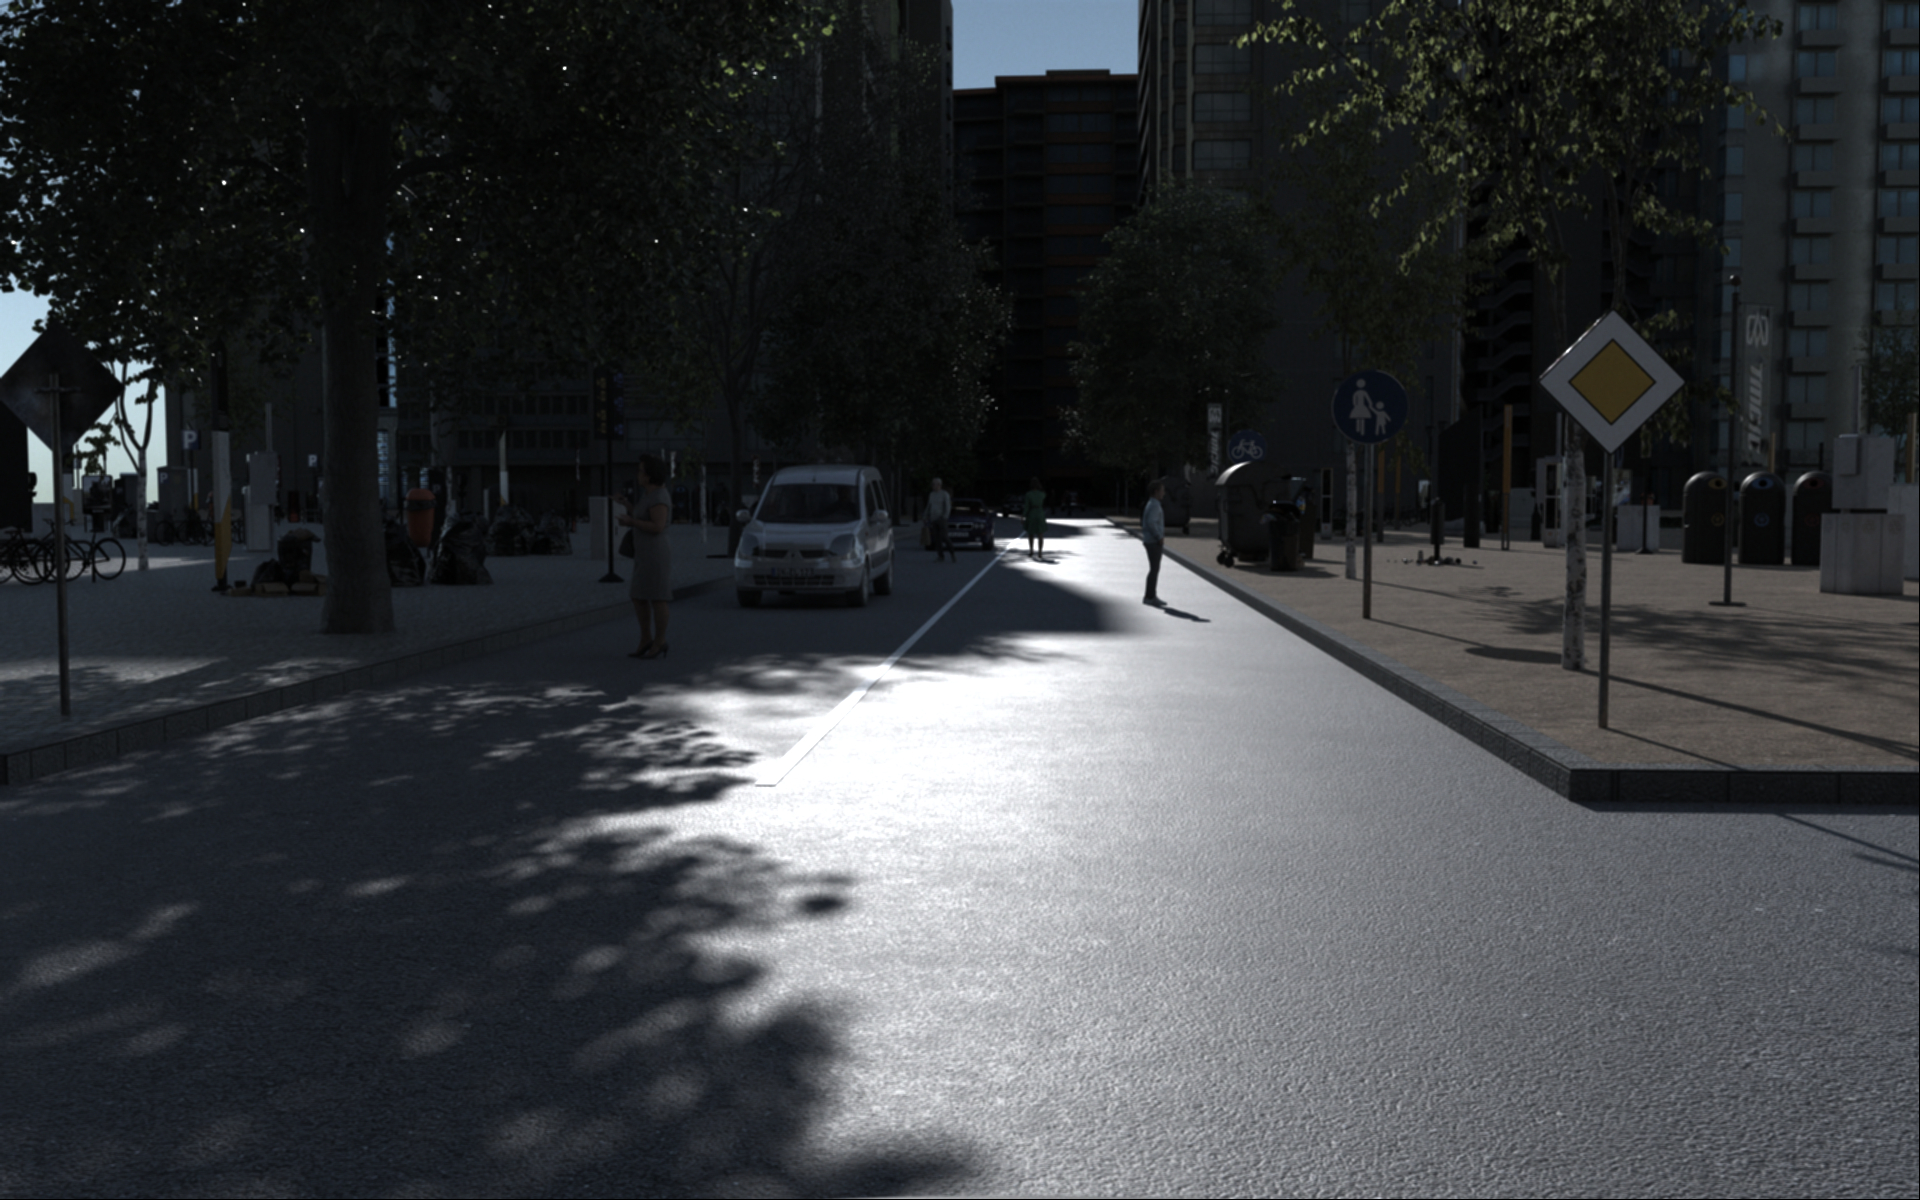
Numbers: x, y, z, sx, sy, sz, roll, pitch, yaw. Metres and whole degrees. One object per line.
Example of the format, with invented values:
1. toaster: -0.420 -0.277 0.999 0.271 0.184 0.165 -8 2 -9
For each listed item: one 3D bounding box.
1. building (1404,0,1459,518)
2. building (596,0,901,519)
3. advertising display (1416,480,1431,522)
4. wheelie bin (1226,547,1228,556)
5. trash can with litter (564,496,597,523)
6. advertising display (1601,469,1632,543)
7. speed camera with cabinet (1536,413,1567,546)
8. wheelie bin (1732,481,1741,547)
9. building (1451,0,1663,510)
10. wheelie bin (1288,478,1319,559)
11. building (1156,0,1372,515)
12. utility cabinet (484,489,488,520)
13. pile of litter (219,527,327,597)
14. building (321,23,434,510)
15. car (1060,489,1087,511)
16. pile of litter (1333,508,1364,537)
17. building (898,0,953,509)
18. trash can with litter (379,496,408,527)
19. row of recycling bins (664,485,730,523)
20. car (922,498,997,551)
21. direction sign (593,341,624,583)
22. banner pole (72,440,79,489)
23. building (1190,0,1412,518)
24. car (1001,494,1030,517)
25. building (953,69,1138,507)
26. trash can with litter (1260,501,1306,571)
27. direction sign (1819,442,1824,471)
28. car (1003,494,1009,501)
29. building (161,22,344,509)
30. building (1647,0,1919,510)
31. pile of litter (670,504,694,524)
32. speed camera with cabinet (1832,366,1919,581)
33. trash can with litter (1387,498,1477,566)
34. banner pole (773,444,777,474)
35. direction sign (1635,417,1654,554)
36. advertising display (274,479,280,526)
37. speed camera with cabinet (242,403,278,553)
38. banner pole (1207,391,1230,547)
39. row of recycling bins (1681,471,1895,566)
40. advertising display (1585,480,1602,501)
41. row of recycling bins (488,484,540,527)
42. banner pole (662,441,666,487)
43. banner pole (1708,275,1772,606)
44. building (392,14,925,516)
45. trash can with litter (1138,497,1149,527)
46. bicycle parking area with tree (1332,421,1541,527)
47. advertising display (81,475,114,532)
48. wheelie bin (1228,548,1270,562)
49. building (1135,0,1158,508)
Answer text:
1. building: 19.837 -25.389 98.701 14.154 41.232 14.086 0 4 3
2. building: -10.844 -24.992 92.211 14.154 41.232 14.086 0 4 3
3. advertising display: 20.946 -4.467 78.257 0.974 1.923 0.123 -3 5 -40
4. wheelie bin: 5.801 -1.703 35.744 0.980 1.594 0.693 -1 4 -14
5. trash can with litter: -16.662 -4.062 77.475 2.233 1.210 1.678 2 4 23
6. advertising display: 17.155 -2.443 45.165 0.974 1.923 0.123 -2 4 -34
7. speed camera with cabinet: 14.725 -2.967 42.852 0.660 3.252 2.038 2 4 29
8. wheelie bin: 18.623 -2.089 42.070 0.693 1.594 0.980 -3 4 -39
9. building: 49.903 -30.452 147.996 14.200 45.320 14.600 0 4 3
10. wheelie bin: 6.719 -1.630 34.567 0.693 1.594 0.980 -1 4 -21
11. building: 21.334 -27.106 126.780 14.154 41.232 14.086 0 4 3
12. utility cabinet: -21.532 -4.389 80.446 1.173 1.500 0.318 1 4 22
13. pile of litter: -8.494 -0.493 22.023 1.719 0.858 1.176 1 4 13
14. building: -38.094 -51.033 147.059 31.000 86.520 22.319 0 4 3
15. car: 9.450 -8.315 144.626 2.281 1.827 5.304 0 4 4
16. pile of litter: 11.993 -2.384 52.939 1.176 0.858 1.719 1 4 21
17. building: -11.769 -32.059 147.858 21.600 48.544 21.300 0 4 3
18. trash can with litter: -22.248 -3.447 67.413 2.233 1.210 1.678 0 4 5
19. row of recycling bins: -12.008 -4.272 76.955 3.534 1.692 1.069 -1 4 -13
20. car: 0.008 -1.990 45.121 1.945 1.354 3.894 0 4 2
21. direction sign: -5.087 -2.028 25.159 0.379 3.537 0.876 1 4 16
22. banner pole: -40.536 -5.449 79.112 0.863 3.779 0.401 -2 4 -35
23. building: 20.497 -26.248 112.746 14.154 41.232 14.086 0 4 3
24. car: 3.588 -6.051 108.726 2.009 1.686 4.222 0 4 5
25. building: 11.576 -32.248 181.871 28.867 44.769 22.147 0 4 3
26. trash can with litter: 5.425 -1.076 28.983 0.624 1.170 1.055 1 4 23
27. direction sign: 37.897 -5.156 76.290 0.379 3.537 0.876 1 4 18
28. car: 4.075 -7.167 127.398 2.015 1.641 3.980 0 4 2
29. building: -60.759 -28.761 153.843 14.086 41.232 14.154 0 4 3
30. building: 71.880 -31.912 141.366 30.456 49.044 23.786 0 4 3
31. pile of litter: -12.252 -3.715 74.706 1.719 0.858 1.176 -2 4 -25
32. speed camera with cabinet: 14.241 -1.951 26.238 0.660 3.252 2.038 -1 4 -18
33. trash can with litter: 8.641 -1.272 31.849 1.678 1.210 2.233 1 4 19
34. banner pole: -6.824 -4.516 63.861 0.401 3.779 0.863 0 4 3
35. direction sign: 14.654 -2.752 36.990 0.379 3.537 0.876 1 4 8
36. advertising display: -27.978 -3.961 69.971 0.974 1.923 0.123 -3 5 -41
37. speed camera with cabinet: -15.543 -2.694 38.377 0.660 3.252 2.038 -2 4 -26
38. banner pole: 6.285 -3.176 41.950 0.863 3.779 0.401 -2 4 -32
39. row of recycling bins: 15.026 -1.490 31.467 3.534 1.692 1.069 2 4 26
40. advertising display: 29.502 -4.628 80.877 0.974 1.923 0.123 2 4 31
41. row of recycling bins: -17.712 -3.785 69.003 1.069 1.692 3.534 1 4 11
42. banner pole: -14.107 -5.663 82.605 0.401 3.779 0.863 -2 4 -24
43. banner pole: 9.068 -1.834 19.997 0.863 3.779 0.401 -2 4 -27
44. building: -18.921 -25.681 111.764 32.217 40.220 23.993 0 4 3
45. trash can with litter: 7.400 -3.376 66.579 1.055 1.170 0.624 2 4 25
46. bicycle parking area with tree: 19.275 -5.124 70.783 9.016 4.147 8.231 1 4 23
47. advertising display: -29.009 -3.245 58.275 0.974 1.923 0.123 0 4 -4
48. wheelie bin: 5.590 -1.540 33.084 0.693 1.594 0.980 1 4 18
49. building: 25.906 -31.851 144.468 21.300 48.544 21.600 0 4 3
